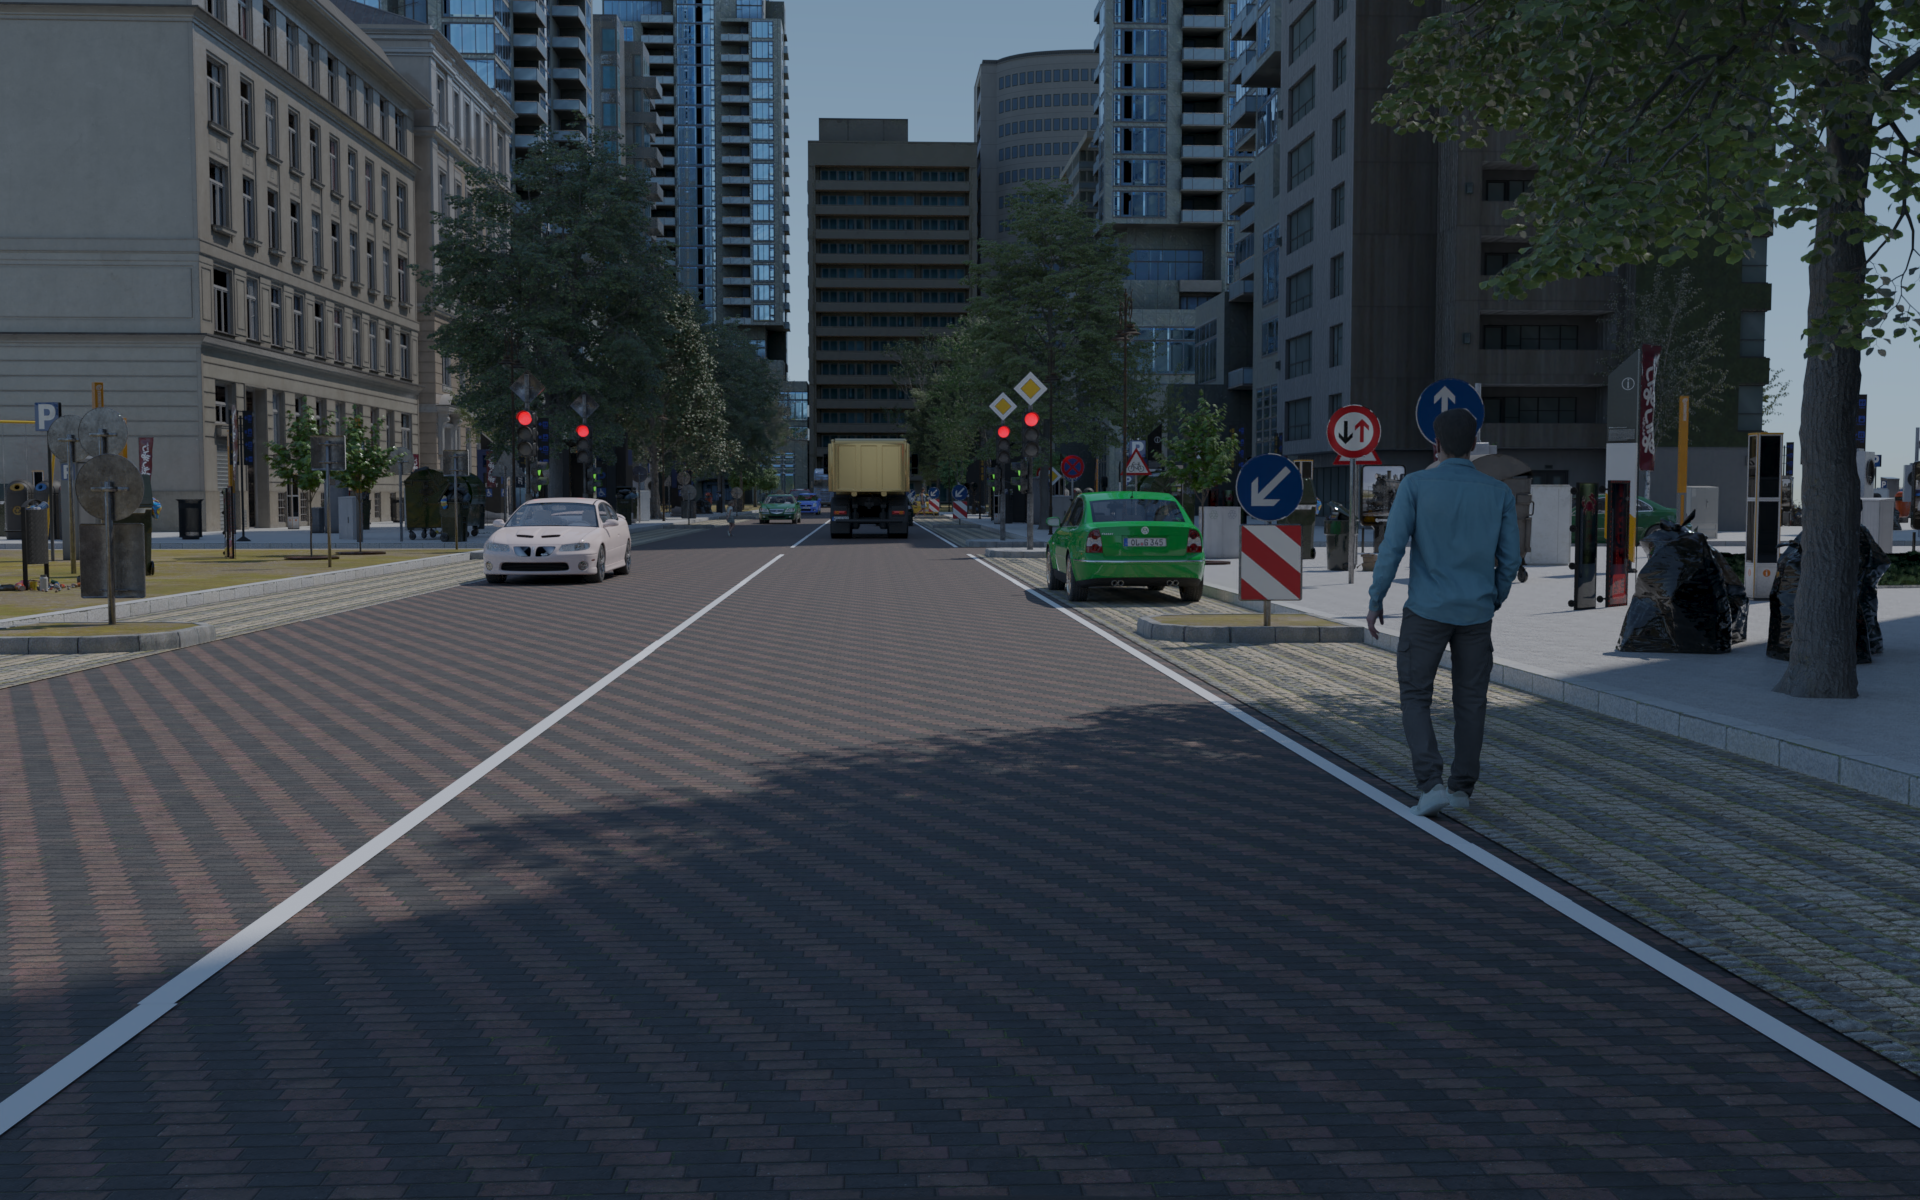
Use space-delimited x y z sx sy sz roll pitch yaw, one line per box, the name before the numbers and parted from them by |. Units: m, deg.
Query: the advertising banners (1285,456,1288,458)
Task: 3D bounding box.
advertising banners | 14.559 -4.777 74.286 2.074 3.025 0.090 1 4 17

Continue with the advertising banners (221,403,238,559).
advertising banners | -14.487 -2.335 34.368 0.090 3.025 2.074 -2 4 -30

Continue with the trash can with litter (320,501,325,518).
trash can with litter | -24.400 -3.377 66.602 0.624 1.170 1.055 2 4 24

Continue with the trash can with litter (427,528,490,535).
trash can with litter | -16.162 -2.725 55.614 2.233 1.210 1.678 -2 4 -30

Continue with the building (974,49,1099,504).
building | 16.417 -41.958 228.018 28.212 58.520 21.231 0 4 -3

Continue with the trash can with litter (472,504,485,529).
trash can with litter | -17.759 -3.193 63.600 0.624 1.170 1.055 -1 4 -20

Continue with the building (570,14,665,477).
building | -45.597 -33.892 173.744 30.456 49.044 23.786 0 4 -3

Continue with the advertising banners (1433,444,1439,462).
advertising banners | 15.083 -3.402 51.813 2.074 3.025 0.090 3 4 37

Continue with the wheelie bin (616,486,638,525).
wheelie bin | -14.998 -4.332 78.734 0.980 1.594 0.693 -2 4 -31

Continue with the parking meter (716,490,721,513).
parking meter | -16.662 -6.804 119.650 0.372 1.533 0.369 0 3 0

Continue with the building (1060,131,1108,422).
building | 23.716 -29.677 177.108 32.217 40.220 23.993 0 4 -3

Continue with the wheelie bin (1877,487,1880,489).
wheelie bin | 43.877 -4.576 82.731 0.693 1.594 0.980 3 5 44

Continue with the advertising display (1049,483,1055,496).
advertising display | 4.088 -4.538 79.404 0.123 1.923 0.974 -2 4 -26

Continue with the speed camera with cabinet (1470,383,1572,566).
speed camera with cabinet | 9.929 -2.255 31.212 2.038 3.252 0.660 0 4 -1

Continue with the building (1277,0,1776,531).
building | 20.473 -17.956 65.290 14.107 30.474 14.160 0 4 -3

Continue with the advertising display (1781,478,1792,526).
advertising display | 32.496 -3.888 68.779 0.974 1.923 0.123 3 5 42

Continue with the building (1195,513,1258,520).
building | 23.569 -47.836 94.793 22.319 86.520 31.000 0 4 -3

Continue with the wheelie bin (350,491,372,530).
wheelie bin | -21.545 -3.321 62.200 0.693 1.594 0.980 -3 5 -42

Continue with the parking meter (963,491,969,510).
parking meter | 0.411 -6.373 112.607 0.372 1.533 0.369 0 3 0

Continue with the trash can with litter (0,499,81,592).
trash can with litter | -12.297 -0.770 23.643 1.678 1.210 2.233 0 4 2

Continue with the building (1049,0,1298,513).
building | 19.865 -51.067 147.622 22.319 86.520 31.000 0 4 -3

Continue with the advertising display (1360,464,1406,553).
advertising display | 9.215 -1.991 37.765 0.974 1.923 0.123 0 4 -1

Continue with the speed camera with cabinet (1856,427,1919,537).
speed camera with cabinet | 27.642 -3.494 51.460 2.038 3.252 0.660 2 4 24

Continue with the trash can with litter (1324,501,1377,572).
trash can with litter | 6.629 -1.076 28.985 1.055 1.170 0.624 2 4 25

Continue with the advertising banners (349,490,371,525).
advertising banners | -24.625 -4.498 69.737 0.090 3.025 2.074 2 4 33

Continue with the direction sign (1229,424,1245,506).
direction sign | 9.016 -3.944 56.478 0.379 3.537 0.876 -2 4 -25

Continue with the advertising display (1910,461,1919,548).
advertising display | 18.979 -1.735 33.588 0.974 1.923 0.123 1 4 8

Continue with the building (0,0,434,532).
building | -33.528 -14.583 71.722 16.112 22.955 30.059 0 4 -3

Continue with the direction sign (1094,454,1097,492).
direction sign | 7.676 -6.492 98.143 0.379 3.537 0.876 1 4 10

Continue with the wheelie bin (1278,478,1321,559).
wheelie bin | 6.609 -1.609 34.209 0.980 1.594 0.693 0 4 -8

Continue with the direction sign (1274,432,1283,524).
direction sign | 11.770 -4.409 64.087 0.379 3.537 0.876 0 4 -8

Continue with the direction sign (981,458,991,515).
direction sign | 1.594 -7.141 108.746 0.876 3.537 0.379 2 4 28

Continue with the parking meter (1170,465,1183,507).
parking meter | 4.363 -1.788 34.951 0.255 1.863 0.399 1 4 10

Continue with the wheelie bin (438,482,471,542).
wheelie bin | -13.550 -2.360 46.497 0.693 1.594 0.980 0 4 8

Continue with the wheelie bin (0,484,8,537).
wheelie bin | -28.860 -2.705 52.141 0.980 1.594 0.693 0 4 -2

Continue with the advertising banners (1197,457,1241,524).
advertising banners | 7.657 -3.425 52.189 0.090 3.025 2.074 -2 4 -31

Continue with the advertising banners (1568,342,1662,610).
advertising banners | 7.474 -1.436 19.672 2.074 3.025 0.090 -3 5 -43

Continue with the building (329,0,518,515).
building | -33.238 -19.005 96.639 13.634 28.700 20.117 0 4 -3

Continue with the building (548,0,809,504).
building | -35.250 -55.797 224.946 31.000 86.520 22.319 0 4 -3

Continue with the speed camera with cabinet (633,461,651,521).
speed camera with cabinet | -15.595 -5.396 82.554 2.038 3.252 0.660 3 5 45

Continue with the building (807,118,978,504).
building | -8.951 -36.889 226.828 21.600 48.544 21.300 0 4 -3

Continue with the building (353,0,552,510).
building | -39.879 -50.301 135.098 22.319 86.520 31.000 0 4 -3

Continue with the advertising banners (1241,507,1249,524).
advertising banners | 10.183 -4.256 65.780 2.074 3.025 0.090 -2 4 -33

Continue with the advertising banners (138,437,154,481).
advertising banners | -25.703 -3.493 53.305 2.074 3.025 0.090 1 4 11

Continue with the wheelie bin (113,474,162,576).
wheelie bin | -13.116 -1.183 27.256 0.980 1.594 0.693 -2 4 -33

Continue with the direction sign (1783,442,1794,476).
direction sign | 35.920 -5.111 75.554 0.379 3.537 0.876 -2 4 -32

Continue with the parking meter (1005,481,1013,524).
parking meter | 2.083 -4.240 75.032 0.399 1.863 0.255 3 5 41

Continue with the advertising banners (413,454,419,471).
advertising banners | -23.403 -4.886 76.081 0.090 3.025 2.074 1 4 23

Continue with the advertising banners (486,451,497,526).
advertising banners | -19.632 -4.521 70.111 2.074 3.025 0.090 1 4 12
